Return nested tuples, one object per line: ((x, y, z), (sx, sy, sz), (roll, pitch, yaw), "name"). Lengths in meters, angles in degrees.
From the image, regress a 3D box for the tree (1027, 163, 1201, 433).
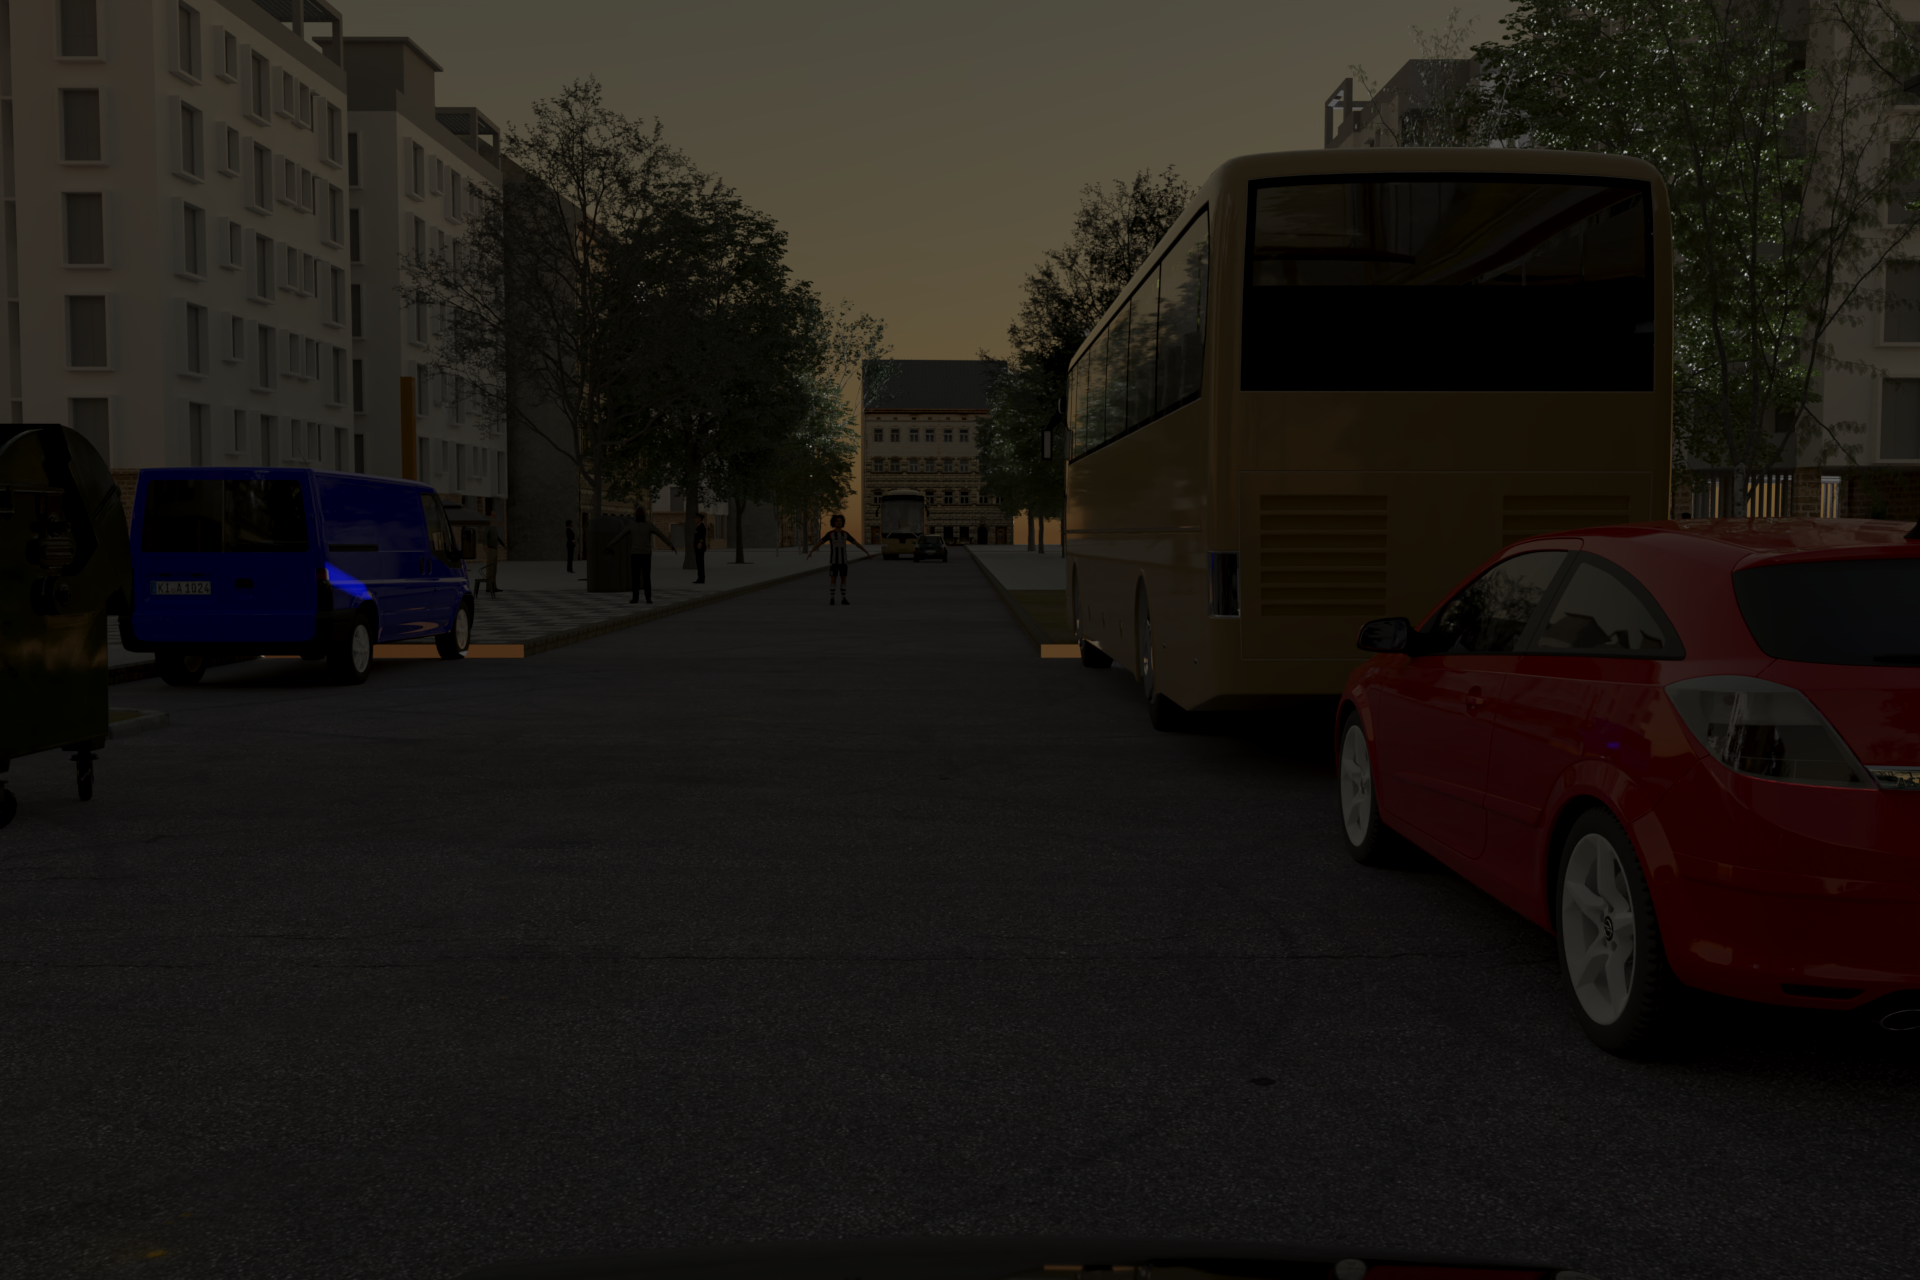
((5.322, -6.744, 44.681), (8.767, 10.594, 7.601), (2, 4, 33), "tree")

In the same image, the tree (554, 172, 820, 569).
((-9.673, -9.547, 62.752), (9.857, 13.997, 8.962), (0, 3, 0), "tree")

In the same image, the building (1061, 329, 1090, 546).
((24.724, -21.035, 187.902), (27.936, 21.610, 32.646), (0, 4, -1), "building")

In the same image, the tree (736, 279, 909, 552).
((-10.124, -16.608, 127.433), (12.611, 20.169, 13.585), (0, 3, 0), "tree")

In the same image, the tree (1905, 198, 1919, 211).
((16.421, -6.363, 22.162), (7.486, 12.596, 7.792), (0, 3, 0), "tree")

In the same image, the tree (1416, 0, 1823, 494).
((11.960, -6.983, 32.301), (7.486, 12.596, 7.792), (0, 3, 0), "tree")

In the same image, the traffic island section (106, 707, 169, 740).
((-6.916, 0.635, 12.491), (1.991, 0.108, 1.994), (0, 4, -1), "traffic island section")

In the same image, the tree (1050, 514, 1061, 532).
((12.577, -16.370, 218.013), (4.737, 8.622, 4.395), (0, 3, 0), "tree")

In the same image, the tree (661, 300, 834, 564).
((-9.460, -9.122, 74.900), (9.928, 11.665, 9.643), (0, 3, 0), "tree")

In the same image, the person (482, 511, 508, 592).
((-10.308, -1.954, 38.219), (0.705, 1.796, 1.348), (0, 4, 5), "person")

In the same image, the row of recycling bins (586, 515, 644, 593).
((-7.730, -1.979, 39.473), (1.069, 1.692, 3.534), (0, 4, 1), "row of recycling bins")

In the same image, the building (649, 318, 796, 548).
((-25.729, -20.413, 164.682), (19.493, 23.208, 18.063), (0, 4, -1), "building")

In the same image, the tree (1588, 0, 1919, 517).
((8.653, -4.208, 19.168), (4.360, 8.622, 3.978), (0, 3, 0), "tree")

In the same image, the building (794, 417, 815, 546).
((-25.966, -21.976, 190.229), (19.493, 23.208, 18.063), (0, 4, 0), "building")

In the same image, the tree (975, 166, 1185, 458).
((5.633, -9.077, 58.776), (12.009, 13.543, 11.850), (0, 3, 0), "tree")

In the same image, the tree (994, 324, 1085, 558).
((5.691, -10.677, 92.693), (7.486, 12.596, 7.792), (0, 3, 0), "tree")

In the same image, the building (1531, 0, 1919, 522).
((23.710, -12.142, 54.949), (16.016, 20.090, 11.380), (0, 4, 0), "building")

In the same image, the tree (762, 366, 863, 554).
((-10.066, -11.972, 113.871), (7.486, 12.596, 7.792), (0, 3, 0), "tree")

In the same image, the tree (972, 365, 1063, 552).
((5.282, -13.455, 126.636), (9.857, 13.997, 8.962), (0, 3, 0), "tree")

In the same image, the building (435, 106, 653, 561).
((-27.216, -15.892, 90.761), (19.493, 23.208, 18.063), (0, 4, 1), "building")

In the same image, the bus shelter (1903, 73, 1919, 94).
((5.769, -0.902, 6.034), (1.731, 3.624, 6.357), (0, 4, 0), "bus shelter")

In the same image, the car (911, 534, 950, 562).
((-1.497, -4.830, 88.761), (2.009, 1.686, 4.222), (0, 3, 0), "car")

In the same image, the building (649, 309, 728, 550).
((-25.505, -17.392, 140.785), (16.016, 20.090, 11.380), (0, 4, -1), "building")

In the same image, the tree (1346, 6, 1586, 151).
((7.315, -4.571, 25.100), (4.360, 8.622, 3.978), (0, 3, 0), "tree")

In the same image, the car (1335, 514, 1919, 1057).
((2.619, 0.171, 6.244), (2.155, 1.783, 4.494), (0, 4, -1), "car")

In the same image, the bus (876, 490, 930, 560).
((-3.095, -6.614, 99.693), (2.896, 3.916, 12.252), (0, 4, 0), "bus")

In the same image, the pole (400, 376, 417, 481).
((-7.159, -1.755, 22.545), (0.158, 3.312, 0.155), (0, 3, 0), "pole")

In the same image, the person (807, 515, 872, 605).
((-2.457, -1.619, 35.069), (1.345, 1.843, 0.704), (-1, 4, -17), "person")

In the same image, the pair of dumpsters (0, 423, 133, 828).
((-6.720, -0.232, 8.750), (4.436, 2.255, 1.574), (0, 4, 0), "pair of dumpsters")

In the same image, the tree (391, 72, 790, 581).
((-10.026, -8.369, 47.202), (12.009, 13.543, 11.850), (0, 3, 0), "tree")

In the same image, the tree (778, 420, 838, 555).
((-9.904, -9.526, 106.111), (4.360, 8.622, 3.978), (0, 3, 0), "tree")

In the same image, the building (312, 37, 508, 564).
((-26.024, -12.902, 67.373), (16.016, 20.090, 11.380), (0, 4, 0), "building")

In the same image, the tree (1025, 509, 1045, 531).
((10.179, -16.037, 212.563), (4.360, 8.622, 3.978), (0, 3, 0), "tree")

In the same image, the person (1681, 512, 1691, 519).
((17.531, -2.186, 41.922), (1.347, 1.806, 0.705), (-1, 4, -19), "person")

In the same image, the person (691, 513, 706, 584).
((-6.768, -2.383, 44.905), (0.705, 1.837, 1.347), (-1, 4, -16), "person")

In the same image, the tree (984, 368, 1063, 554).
((5.059, -11.928, 113.153), (7.486, 12.596, 7.792), (0, 3, 0), "tree")

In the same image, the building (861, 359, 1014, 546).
((-3.188, -23.457, 216.912), (18.063, 23.208, 19.493), (0, 4, -4), "building")

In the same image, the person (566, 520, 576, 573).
((-12.743, -3.074, 56.976), (0.721, 1.740, 1.216), (-1, 4, -18), "person")

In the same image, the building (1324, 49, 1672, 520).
((20.630, -13.270, 73.390), (16.016, 20.090, 11.380), (0, 3, 0), "building")

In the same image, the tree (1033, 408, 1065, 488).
((5.207, -8.269, 85.555), (4.360, 8.622, 3.978), (0, 3, 0), "tree")

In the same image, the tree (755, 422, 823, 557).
((-10.075, -8.965, 96.935), (4.737, 8.622, 4.395), (0, 3, 0), "tree")

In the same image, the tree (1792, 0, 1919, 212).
((8.557, -3.756, 11.781), (4.360, 8.622, 3.978), (0, 3, 0), "tree")

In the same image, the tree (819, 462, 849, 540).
((-17.319, -17.297, 217.212), (7.601, 10.594, 8.767), (0, 4, -8), "tree")

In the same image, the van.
((-6.623, -0.840, 18.111), (2.240, 2.365, 5.245), (0, 3, 0), "van")

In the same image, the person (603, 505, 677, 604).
((-5.879, -1.577, 31.917), (1.348, 1.813, 0.705), (0, 4, -2), "person")

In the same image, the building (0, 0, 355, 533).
((-26.990, -11.828, 49.804), (16.016, 20.090, 11.380), (0, 4, 0), "building")

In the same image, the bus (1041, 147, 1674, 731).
((2.540, -1.462, 15.450), (2.896, 3.916, 12.252), (0, 4, -1), "bus")
